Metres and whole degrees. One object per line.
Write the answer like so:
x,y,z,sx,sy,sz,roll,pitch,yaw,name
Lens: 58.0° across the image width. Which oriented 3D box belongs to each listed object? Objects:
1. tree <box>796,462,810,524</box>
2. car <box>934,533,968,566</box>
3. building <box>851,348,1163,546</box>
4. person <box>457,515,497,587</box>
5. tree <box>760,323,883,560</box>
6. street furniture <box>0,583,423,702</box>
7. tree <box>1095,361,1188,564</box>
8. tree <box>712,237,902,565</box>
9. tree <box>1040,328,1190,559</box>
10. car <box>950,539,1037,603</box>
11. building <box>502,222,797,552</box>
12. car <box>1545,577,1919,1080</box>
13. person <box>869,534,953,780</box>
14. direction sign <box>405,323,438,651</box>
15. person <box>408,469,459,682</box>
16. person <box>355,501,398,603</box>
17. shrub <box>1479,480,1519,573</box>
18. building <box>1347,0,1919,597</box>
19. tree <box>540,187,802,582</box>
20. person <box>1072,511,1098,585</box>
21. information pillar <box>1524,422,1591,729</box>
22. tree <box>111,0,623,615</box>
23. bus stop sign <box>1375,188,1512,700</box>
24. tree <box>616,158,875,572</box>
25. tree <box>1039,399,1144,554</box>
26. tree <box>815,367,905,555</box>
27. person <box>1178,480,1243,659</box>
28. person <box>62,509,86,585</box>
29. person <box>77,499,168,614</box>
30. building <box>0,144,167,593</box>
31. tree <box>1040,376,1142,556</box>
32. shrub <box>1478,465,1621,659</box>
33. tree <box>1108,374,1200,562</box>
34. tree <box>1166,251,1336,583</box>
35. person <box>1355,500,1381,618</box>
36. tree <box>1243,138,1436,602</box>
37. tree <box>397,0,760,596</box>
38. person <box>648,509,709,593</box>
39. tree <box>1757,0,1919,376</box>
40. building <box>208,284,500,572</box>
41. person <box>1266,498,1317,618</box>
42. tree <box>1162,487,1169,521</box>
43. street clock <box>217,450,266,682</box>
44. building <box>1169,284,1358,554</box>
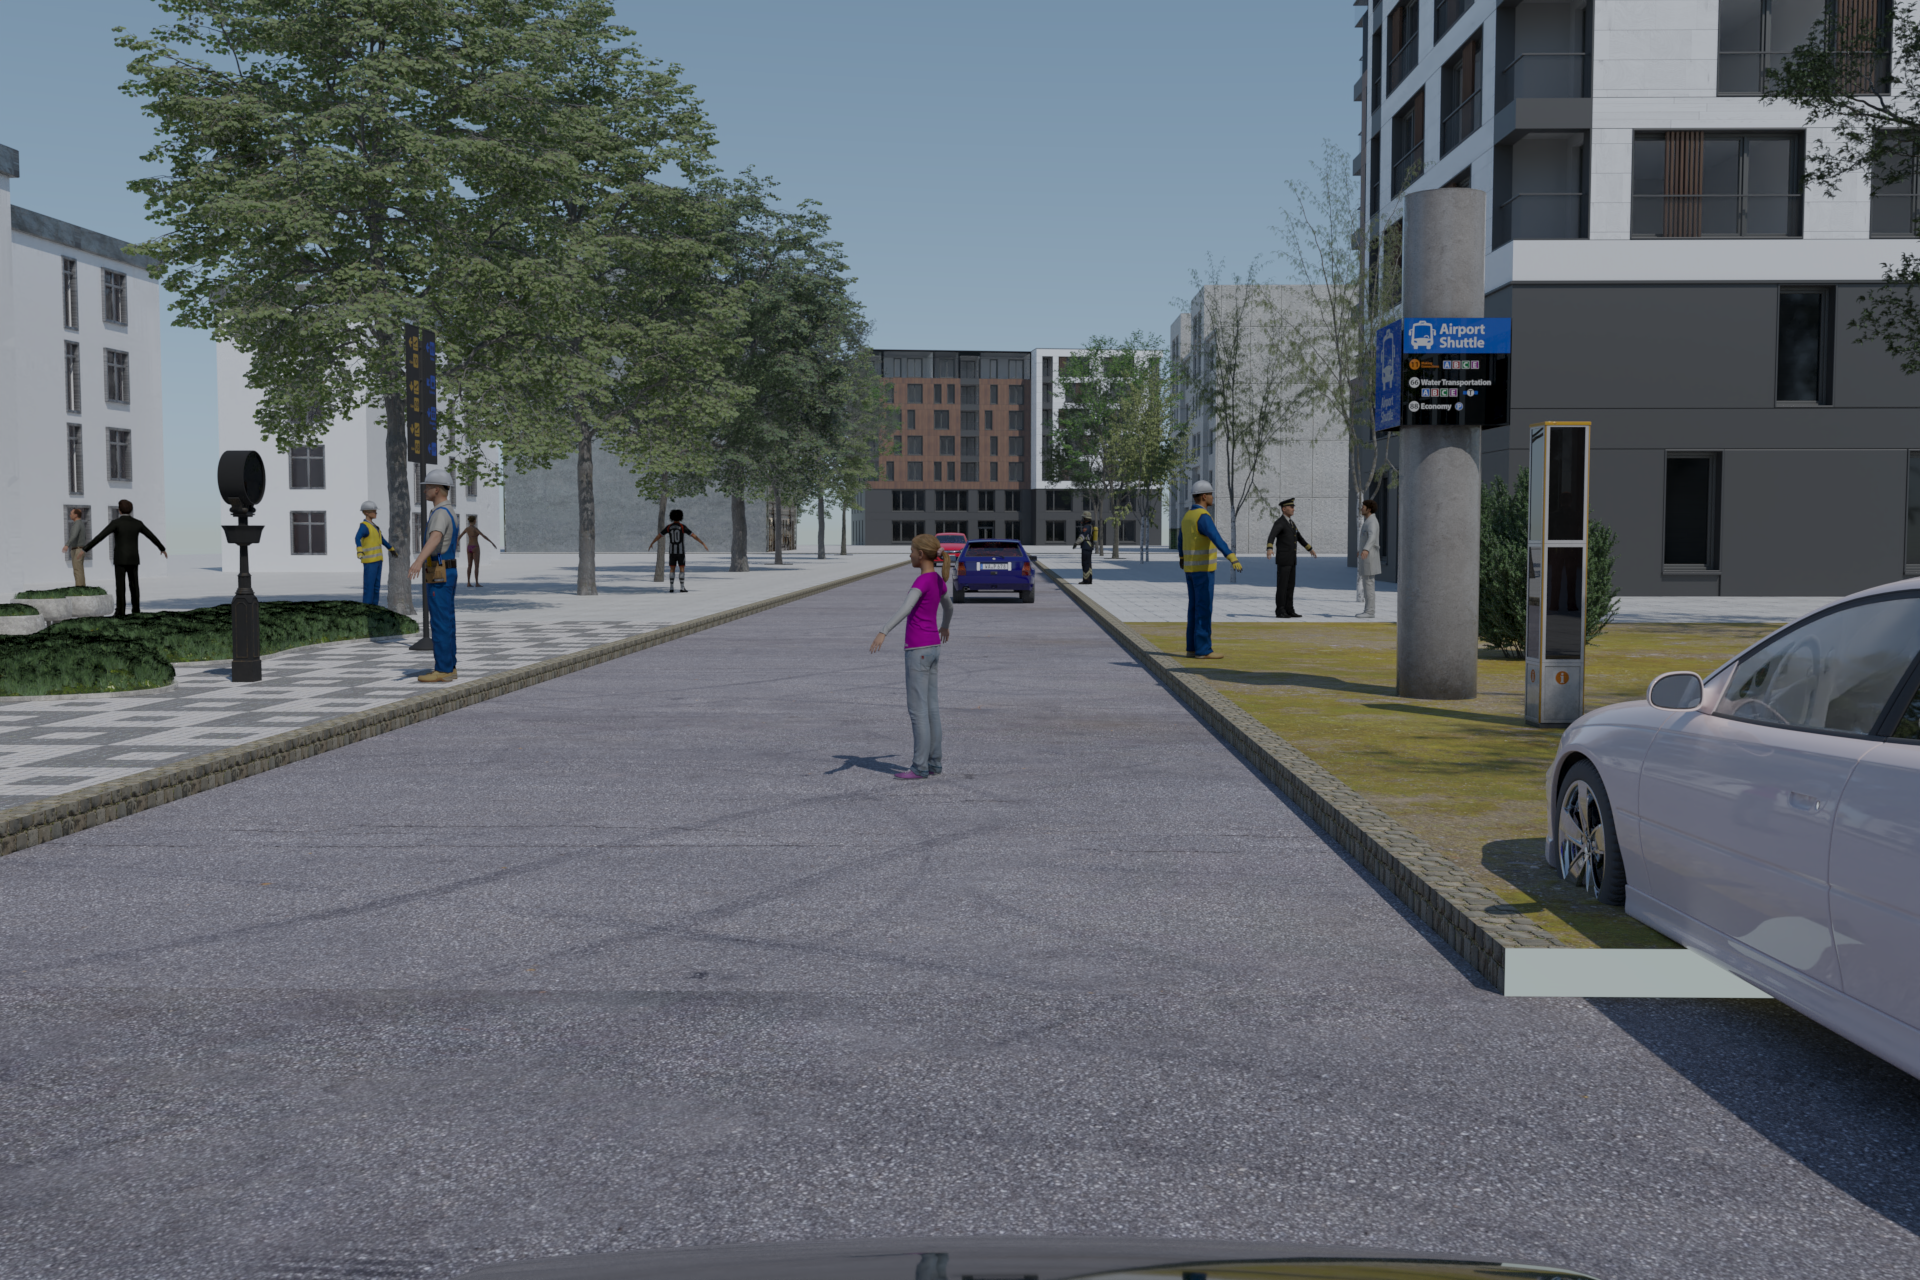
-21.302,-17.811,197.863,9.857,13.997,8.962,0,3,0,tree
-0.428,-4.114,76.297,2.155,1.783,4.494,0,4,2,car
4.332,-21.766,202.311,32.646,21.610,27.936,0,4,-7,building
-11.775,-2.157,42.066,1.217,1.733,0.721,1,4,23,person
-7.219,-10.317,86.805,7.486,12.596,7.792,0,3,0,tree
-9.211,-0.152,18.114,5.734,0.657,10.072,0,4,1,street furniture
7.801,-7.582,74.335,4.737,8.622,4.395,0,3,0,tree
-7.560,-9.875,71.834,12.009,13.543,11.850,0,3,0,tree
7.966,-9.959,88.584,9.928,11.665,9.643,0,3,0,tree
0.703,-1.506,37.207,1.945,1.354,3.894,0,4,0,car
-22.577,-18.281,129.823,19.493,23.208,18.063,0,4,1,building
3.133,0.466,4.748,2.083,1.381,4.827,0,4,1,car
-0.269,0.094,10.191,0.599,1.433,0.991,2,4,24,person
-5.922,-1.659,19.118,0.379,3.537,0.876,0,4,2,direction sign
-4.564,-0.567,15.132,0.705,1.847,1.347,0,4,-6,person
-8.574,-1.162,25.456,0.721,1.772,1.216,0,4,6,person
7.172,-1.179,23.703,1.690,2.028,1.600,0,3,0,shrub
25.393,-12.650,50.810,27.936,21.610,32.646,0,4,1,building
-7.723,-6.831,46.103,7.601,10.594,8.767,0,4,-8,tree
3.197,-2.339,44.020,0.705,1.856,1.354,2,4,24,person
3.962,-0.429,11.500,0.304,2.012,0.304,0,4,-1,information pillar
-9.275,-6.657,26.963,7.486,12.596,7.792,0,3,0,tree
3.761,-1.501,13.563,0.837,3.901,0.837,0,4,0,bus stop sign
-7.551,-9.280,58.380,9.857,13.997,8.962,0,3,0,tree
8.841,-10.758,110.302,8.767,10.594,7.601,1,4,15,tree
-6.858,-10.894,103.878,9.928,11.665,9.643,0,3,0,tree
2.519,-0.730,17.900,0.705,1.833,1.349,-1,4,-17,person
-18.101,-1.787,35.481,0.705,1.796,1.348,-1,4,-14,person
-12.646,-1.227,26.244,0.705,1.806,1.347,3,5,41,person
-25.098,-5.873,38.171,9.099,9.664,28.070,0,4,2,building
7.919,-10.137,100.150,7.601,10.594,8.767,-2,4,-31,tree
5.947,-0.843,17.831,1.661,2.075,1.752,0,3,0,shrub
8.956,-7.956,80.438,4.737,8.622,4.395,0,3,0,tree
7.057,-5.831,45.692,4.360,8.622,3.978,0,3,0,tree
6.232,-1.245,26.535,0.705,1.806,1.347,1,4,10,person
7.674,-5.025,32.518,4.360,8.622,3.978,0,3,0,tree
-8.230,-7.209,36.000,7.486,12.596,7.792,0,3,0,tree
-6.187,-1.944,37.922,1.345,1.843,0.704,0,4,5,person
14.125,-5.238,20.048,8.767,10.594,7.601,-1,4,-9,tree
-24.031,-7.967,72.404,9.099,9.664,28.070,0,4,2,building
5.017,-1.257,26.480,0.705,1.837,1.347,3,5,42,person
25.381,-15.398,202.118,4.737,8.622,4.395,0,3,0,tree
-6.204,-0.639,15.011,0.358,2.002,0.471,0,4,1,street clock
25.847,-16.203,131.383,16.747,18.905,31.486,0,4,1,building
